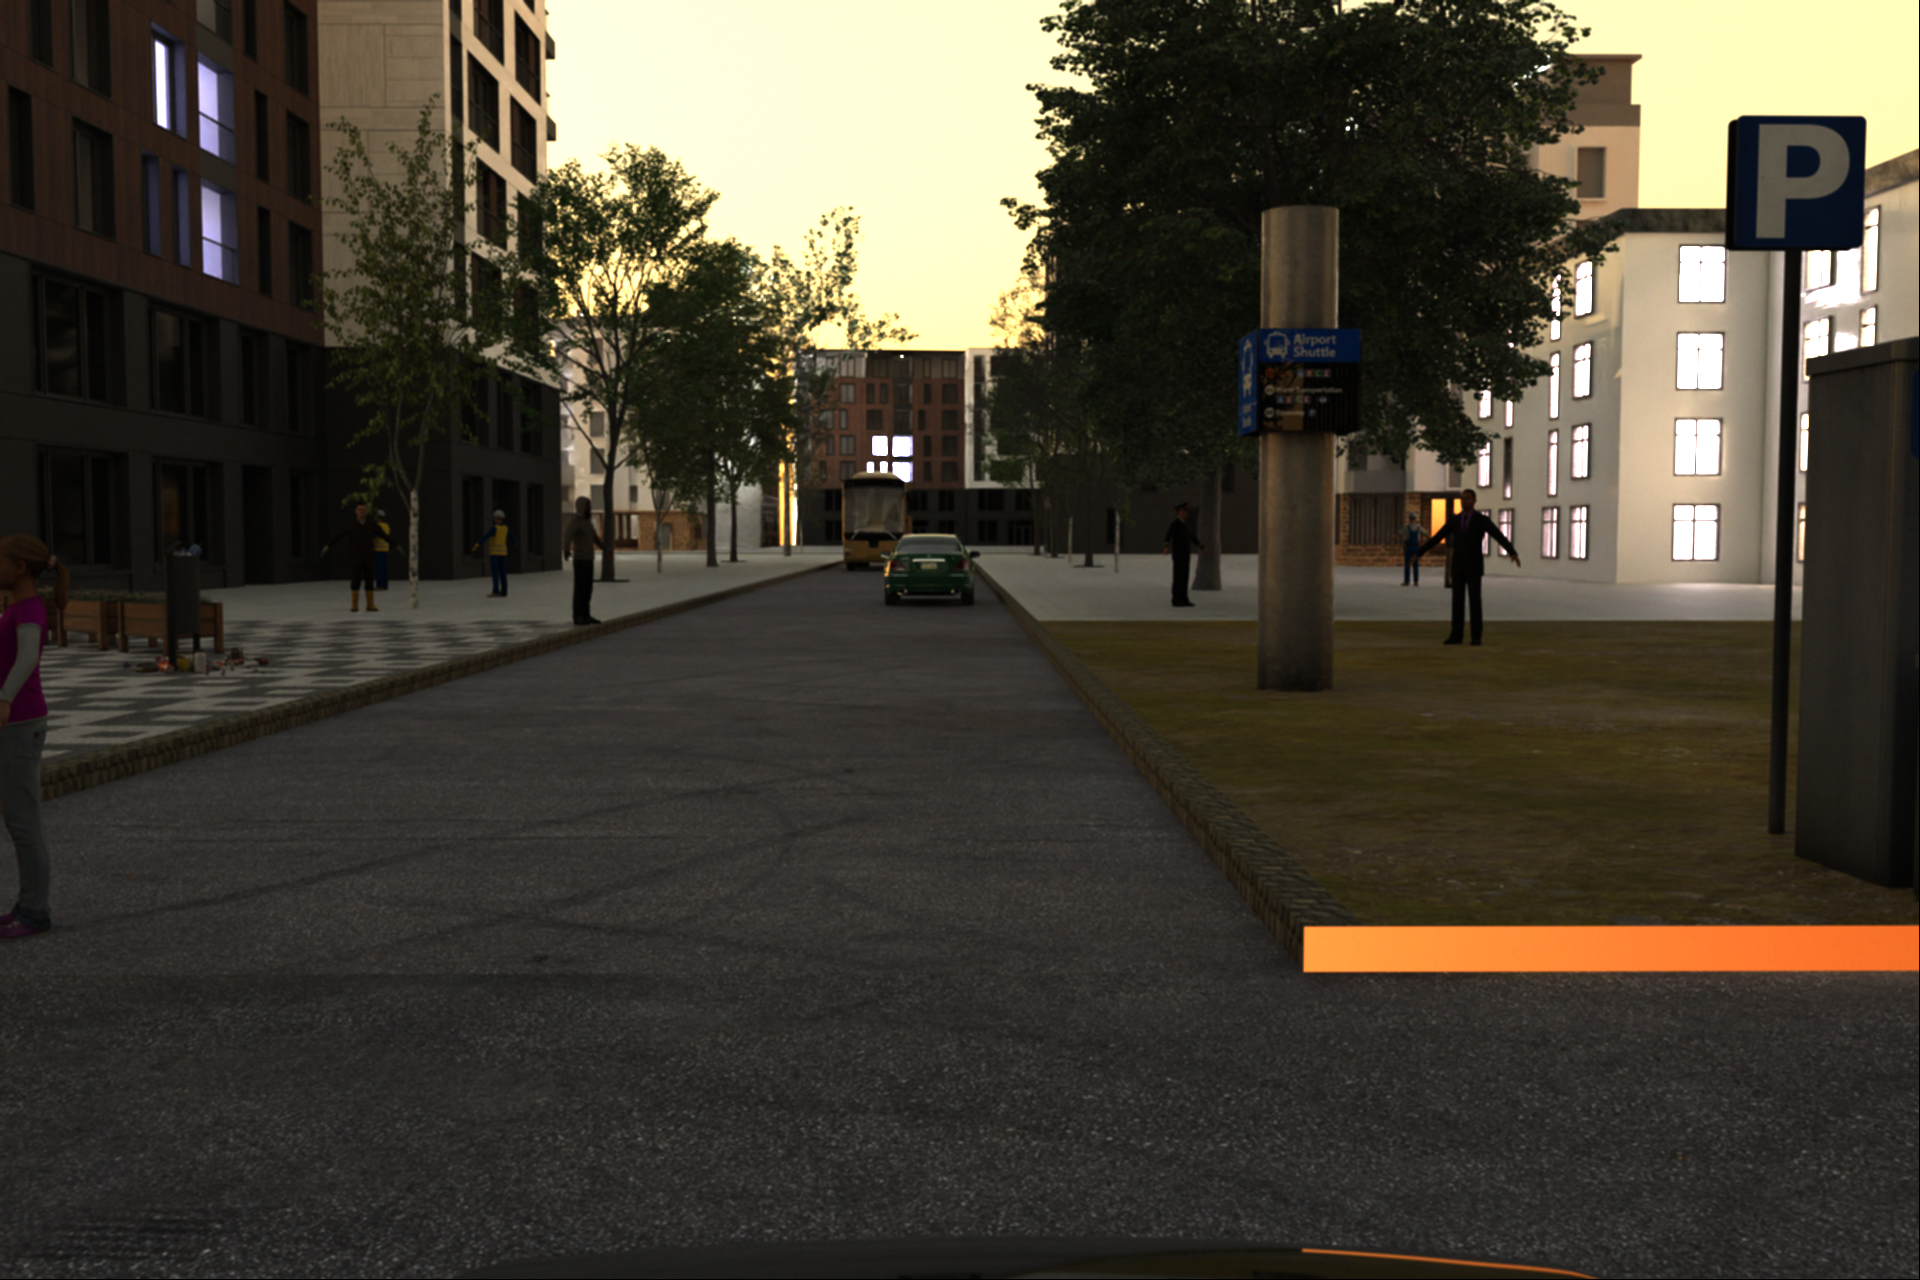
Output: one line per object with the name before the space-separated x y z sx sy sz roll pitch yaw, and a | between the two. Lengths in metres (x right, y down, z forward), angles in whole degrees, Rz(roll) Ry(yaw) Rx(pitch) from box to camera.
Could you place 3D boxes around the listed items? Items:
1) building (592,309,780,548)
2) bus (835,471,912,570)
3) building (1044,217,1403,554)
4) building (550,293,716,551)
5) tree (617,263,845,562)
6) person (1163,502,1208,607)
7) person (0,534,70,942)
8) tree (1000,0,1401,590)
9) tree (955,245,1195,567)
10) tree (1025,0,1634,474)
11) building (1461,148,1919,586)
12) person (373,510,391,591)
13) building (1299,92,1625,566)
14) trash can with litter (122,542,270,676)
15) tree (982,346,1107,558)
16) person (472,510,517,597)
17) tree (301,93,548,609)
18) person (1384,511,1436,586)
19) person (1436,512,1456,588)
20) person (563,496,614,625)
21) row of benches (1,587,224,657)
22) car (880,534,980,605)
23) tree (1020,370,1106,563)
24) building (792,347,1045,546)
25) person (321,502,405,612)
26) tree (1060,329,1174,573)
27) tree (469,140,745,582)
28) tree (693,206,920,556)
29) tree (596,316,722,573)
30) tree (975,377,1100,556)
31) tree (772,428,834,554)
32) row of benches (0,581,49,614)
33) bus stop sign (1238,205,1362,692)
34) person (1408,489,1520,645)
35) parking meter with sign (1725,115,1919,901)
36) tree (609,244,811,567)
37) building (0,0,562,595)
building | -28.026 -20.828 171.468 19.493 23.208 18.063 0 4 -1
bus | -3.342 -4.904 71.723 2.896 3.916 12.252 0 4 -1
building | 19.976 -17.297 126.788 27.936 21.610 32.646 0 4 0
building | -25.867 -17.084 135.741 16.016 20.090 11.380 0 4 0
tree | -10.319 -10.307 78.889 12.009 13.543 11.850 0 3 0
person | 3.944 -1.512 30.652 0.705 1.837 1.347 3 5 40
person | -3.428 0.338 6.196 0.599 1.433 0.991 -2 4 -29
tree | 5.687 -8.119 39.405 9.857 13.997 8.962 0 3 0
tree | 5.122 -9.592 67.192 12.009 13.543 11.850 0 3 0
tree | 5.822 -7.411 27.818 9.857 13.997 8.962 0 3 0
building | 21.558 -6.288 44.955 9.099 9.664 28.070 0 4 0
person | -13.197 -2.042 39.350 0.705 1.833 1.349 0 4 6
building | 20.373 -13.711 80.594 16.016 20.090 11.380 0 4 -1
trash can with litter | -7.223 -0.348 16.748 1.678 1.210 2.233 0 4 1
tree | 5.040 -10.270 93.669 9.928 11.665 9.643 0 3 0
person | -9.491 -1.771 35.413 0.721 1.772 1.216 2 4 30
tree | -9.358 -4.861 29.833 4.737 8.622 4.395 0 3 0
person | 11.190 -2.269 42.952 1.347 1.847 0.705 0 4 -8
person | 11.716 -2.133 41.144 1.348 1.796 0.705 -2 4 -35
person | -5.326 -1.131 24.613 0.705 1.813 1.348 1 4 16
row of benches | -9.576 -0.248 19.519 4.104 0.672 1.422 3 4 39
car | -0.627 -1.498 36.296 2.131 1.459 4.920 0 4 -1
tree | 5.007 -7.785 77.647 4.360 8.622 3.978 0 3 0
building | -2.867 -21.732 201.742 32.646 21.610 27.936 0 4 -7
person | -9.913 -1.382 28.737 1.346 1.812 0.704 -2 4 -29
tree | 5.455 -6.542 57.322 4.737 8.622 4.395 0 3 0
tree | -9.299 -7.359 46.081 9.928 11.665 9.643 0 3 0
tree | -8.580 -14.868 98.987 12.611 20.169 13.585 0 3 0
tree | -9.923 -6.525 57.049 4.360 8.622 3.978 0 3 0
tree | 4.686 -10.844 103.052 9.928 11.665 9.643 0 3 0
tree | -10.186 -9.823 110.973 4.360 8.622 3.978 0 3 0
row of benches | -14.048 -0.457 22.927 1.422 0.672 4.104 1 4 22
bus stop sign | 2.776 -1.543 14.250 0.837 3.901 0.837 0 4 -1
person | 5.869 -0.848 20.083 1.346 1.802 0.704 3 5 40
parking meter with sign | 3.521 -0.627 6.510 0.543 3.016 1.738 0 4 -1
tree | -9.706 -9.143 67.620 7.486 12.596 7.792 0 3 0
building | -27.904 -12.289 44.894 27.936 21.610 32.646 0 4 -1
